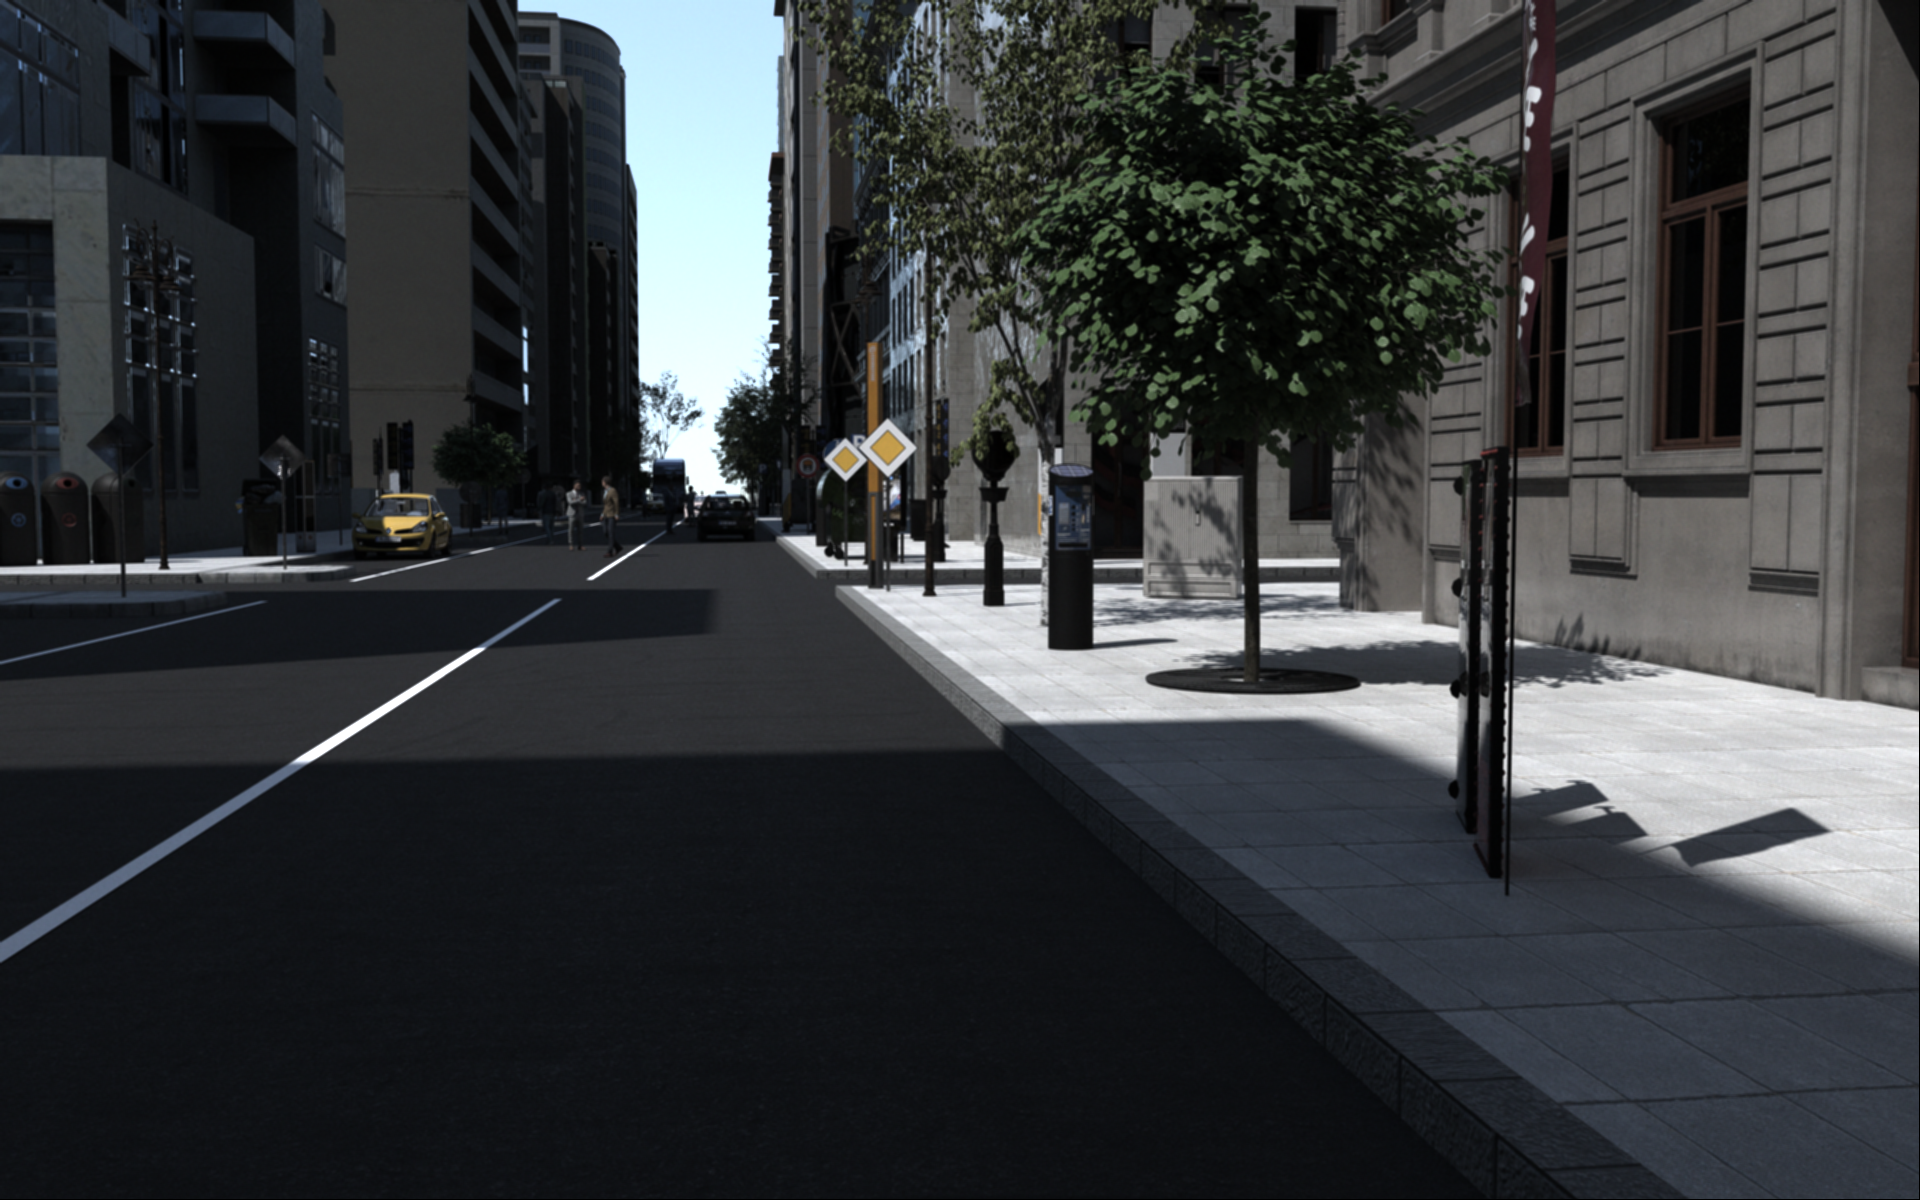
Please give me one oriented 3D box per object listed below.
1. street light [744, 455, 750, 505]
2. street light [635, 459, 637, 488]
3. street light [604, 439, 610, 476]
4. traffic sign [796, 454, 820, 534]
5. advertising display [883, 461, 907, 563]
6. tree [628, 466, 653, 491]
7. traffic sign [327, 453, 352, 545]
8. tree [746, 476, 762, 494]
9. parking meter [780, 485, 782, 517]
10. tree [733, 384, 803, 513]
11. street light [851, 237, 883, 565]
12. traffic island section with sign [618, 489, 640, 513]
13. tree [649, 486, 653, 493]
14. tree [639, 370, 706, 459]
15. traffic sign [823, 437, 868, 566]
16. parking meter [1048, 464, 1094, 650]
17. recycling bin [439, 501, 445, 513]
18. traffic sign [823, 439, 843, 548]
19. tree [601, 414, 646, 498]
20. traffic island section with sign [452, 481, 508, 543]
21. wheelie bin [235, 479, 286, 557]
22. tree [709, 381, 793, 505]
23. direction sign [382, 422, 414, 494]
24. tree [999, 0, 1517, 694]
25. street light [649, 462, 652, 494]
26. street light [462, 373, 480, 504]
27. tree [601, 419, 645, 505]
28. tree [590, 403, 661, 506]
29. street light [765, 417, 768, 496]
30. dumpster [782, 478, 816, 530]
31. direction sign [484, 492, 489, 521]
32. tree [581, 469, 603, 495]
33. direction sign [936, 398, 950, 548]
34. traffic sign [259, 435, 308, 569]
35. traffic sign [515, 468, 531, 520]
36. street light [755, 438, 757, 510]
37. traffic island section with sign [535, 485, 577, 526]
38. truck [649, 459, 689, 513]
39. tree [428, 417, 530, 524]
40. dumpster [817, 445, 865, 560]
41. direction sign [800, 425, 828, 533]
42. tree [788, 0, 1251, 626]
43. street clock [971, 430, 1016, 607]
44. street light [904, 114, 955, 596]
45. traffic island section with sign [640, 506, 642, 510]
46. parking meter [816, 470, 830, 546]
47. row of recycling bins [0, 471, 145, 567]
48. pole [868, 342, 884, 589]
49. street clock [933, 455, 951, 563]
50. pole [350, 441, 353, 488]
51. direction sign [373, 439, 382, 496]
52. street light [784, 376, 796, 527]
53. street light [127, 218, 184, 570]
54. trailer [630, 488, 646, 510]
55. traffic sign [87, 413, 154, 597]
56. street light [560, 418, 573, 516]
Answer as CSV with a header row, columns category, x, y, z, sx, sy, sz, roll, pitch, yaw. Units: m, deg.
category,x,y,z,sx,sy,sz,roll,pitch,yaw
street light,-21.925,-12.661,179.792,0.468,5.910,1.993,0,4,-8
street light,-35.085,-13.154,187.863,0.468,5.910,1.993,0,4,-8
street light,-28.983,-10.377,142.447,0.468,5.910,1.993,0,4,-8
traffic sign,-4.817,-3.352,54.903,0.768,2.556,0.104,0,4,-2
advertising display,-1.300,-1.672,32.543,0.123,1.923,0.974,-2,4,-32
tree,-36.972,-13.264,200.583,4.285,4.588,4.351,0,3,0
traffic sign,-15.498,-2.518,43.304,0.606,2.300,0.079,0,4,-3
tree,-19.310,-10.533,166.809,1.663,3.219,1.824,0,3,0
parking meter,-9.867,-5.566,96.715,0.255,1.863,0.399,0,4,4
tree,-12.622,-10.059,114.824,4.360,8.622,3.978,0,3,0
street light,-1.679,-3.585,31.399,0.468,5.910,1.993,0,4,-8
traffic island section with sign,-24.959,-7.321,128.325,1.989,1.847,2.006,0,4,-8
tree,-42.582,-15.110,241.642,1.663,3.219,1.824,0,3,0
tree,-44.003,-24.834,261.924,12.611,20.169,13.585,0,3,0
traffic sign,-2.024,-1.654,30.679,0.795,2.450,0.064,0,4,-8
parking meter,0.919,-0.363,14.344,0.372,1.533,0.369,0,3,0
recycling bin,-18.248,-2.884,59.709,0.722,1.027,0.722,3,5,39
traffic sign,-2.763,-2.433,39.890,0.768,2.556,0.104,0,4,-7
tree,-31.506,-12.867,160.729,4.737,8.622,4.395,0,3,0
traffic island section with sign,-14.472,-2.606,51.240,1.989,1.847,2.006,0,4,-8
wheelie bin,-14.409,-1.703,35.758,0.980,1.594,0.693,-2,4,-31
tree,-23.365,-17.674,195.619,9.857,13.997,8.962,0,3,0
direction sign,-17.722,-3.848,54.914,0.876,3.537,0.379,1,4,10
tree,1.968,-1.714,11.735,4.285,4.588,4.351,0,3,0
street light,-40.212,-15.424,224.969,0.468,5.910,1.993,0,4,-8
street light,-18.668,-5.717,66.264,0.468,5.910,1.993,0,4,-8
tree,-32.978,-13.400,169.454,4.360,8.622,3.978,0,3,0
tree,-34.675,-14.939,178.669,8.767,10.594,7.601,1,4,17
street light,-11.677,-8.067,104.679,0.468,5.910,1.993,0,4,-8
dumpster,-5.622,-3.396,61.289,1.264,1.857,1.865,0,4,-8
direction sign,-22.185,-5.457,81.216,0.379,3.537,0.876,3,5,39
tree,-28.718,-8.672,136.387,1.663,3.219,1.824,0,3,0
direction sign,-0.421,-3.019,41.352,0.379,3.537,0.876,-1,4,-19
traffic sign,-11.484,-1.577,29.418,0.795,2.450,0.064,0,4,-8
traffic sign,-21.479,-5.201,85.148,0.768,2.556,0.104,0,4,-2
street light,-16.887,-10.420,143.157,0.468,5.910,1.993,0,4,-8
traffic island section with sign,-18.204,-4.279,78.582,1.989,1.847,2.006,0,4,-8
truck,-22.898,-9.023,137.285,2.967,4.110,18.799,-1,4,-8
tree,-21.073,-5.745,77.651,4.285,4.588,4.351,0,3,0
dumpster,-2.059,-1.960,34.546,1.502,2.255,1.985,0,4,-8
direction sign,-4.833,-3.978,57.045,0.876,3.537,0.379,-1,4,-16
tree,0.623,-4.059,16.722,4.737,8.622,4.395,0,3,0
street clock,0.387,-0.932,19.806,0.471,2.002,0.358,-1,4,-20
street light,-0.383,-2.987,21.620,0.468,5.910,1.993,0,4,-8
traffic island section with sign,-28.619,-8.973,155.340,1.989,1.847,2.006,0,4,-8
parking meter,-3.339,-2.252,42.534,0.255,1.863,0.399,2,4,30
row of recycling bins,-16.648,-1.476,31.251,3.534,1.692,1.069,-3,5,-45
pole,-1.142,-1.809,23.425,0.158,3.312,0.155,0,3,0
street clock,-0.404,-1.708,32.489,0.358,2.002,0.471,2,4,35
pole,-23.238,-4.414,66.019,0.158,3.312,0.155,0,3,0
direction sign,-23.827,-4.831,70.981,0.379,3.537,0.876,-3,5,-41
street light,-6.652,-5.826,68.042,0.468,5.910,1.993,0,4,-8
street light,-13.549,-3.457,29.312,0.468,5.910,1.993,0,4,-8
trailer,-28.027,-8.814,151.162,1.471,1.999,3.904,0,4,-6
traffic sign,-10.409,-1.093,21.506,0.795,2.450,0.064,0,4,-8
street light,-23.890,-8.132,105.742,0.468,5.910,1.993,0,4,-8
